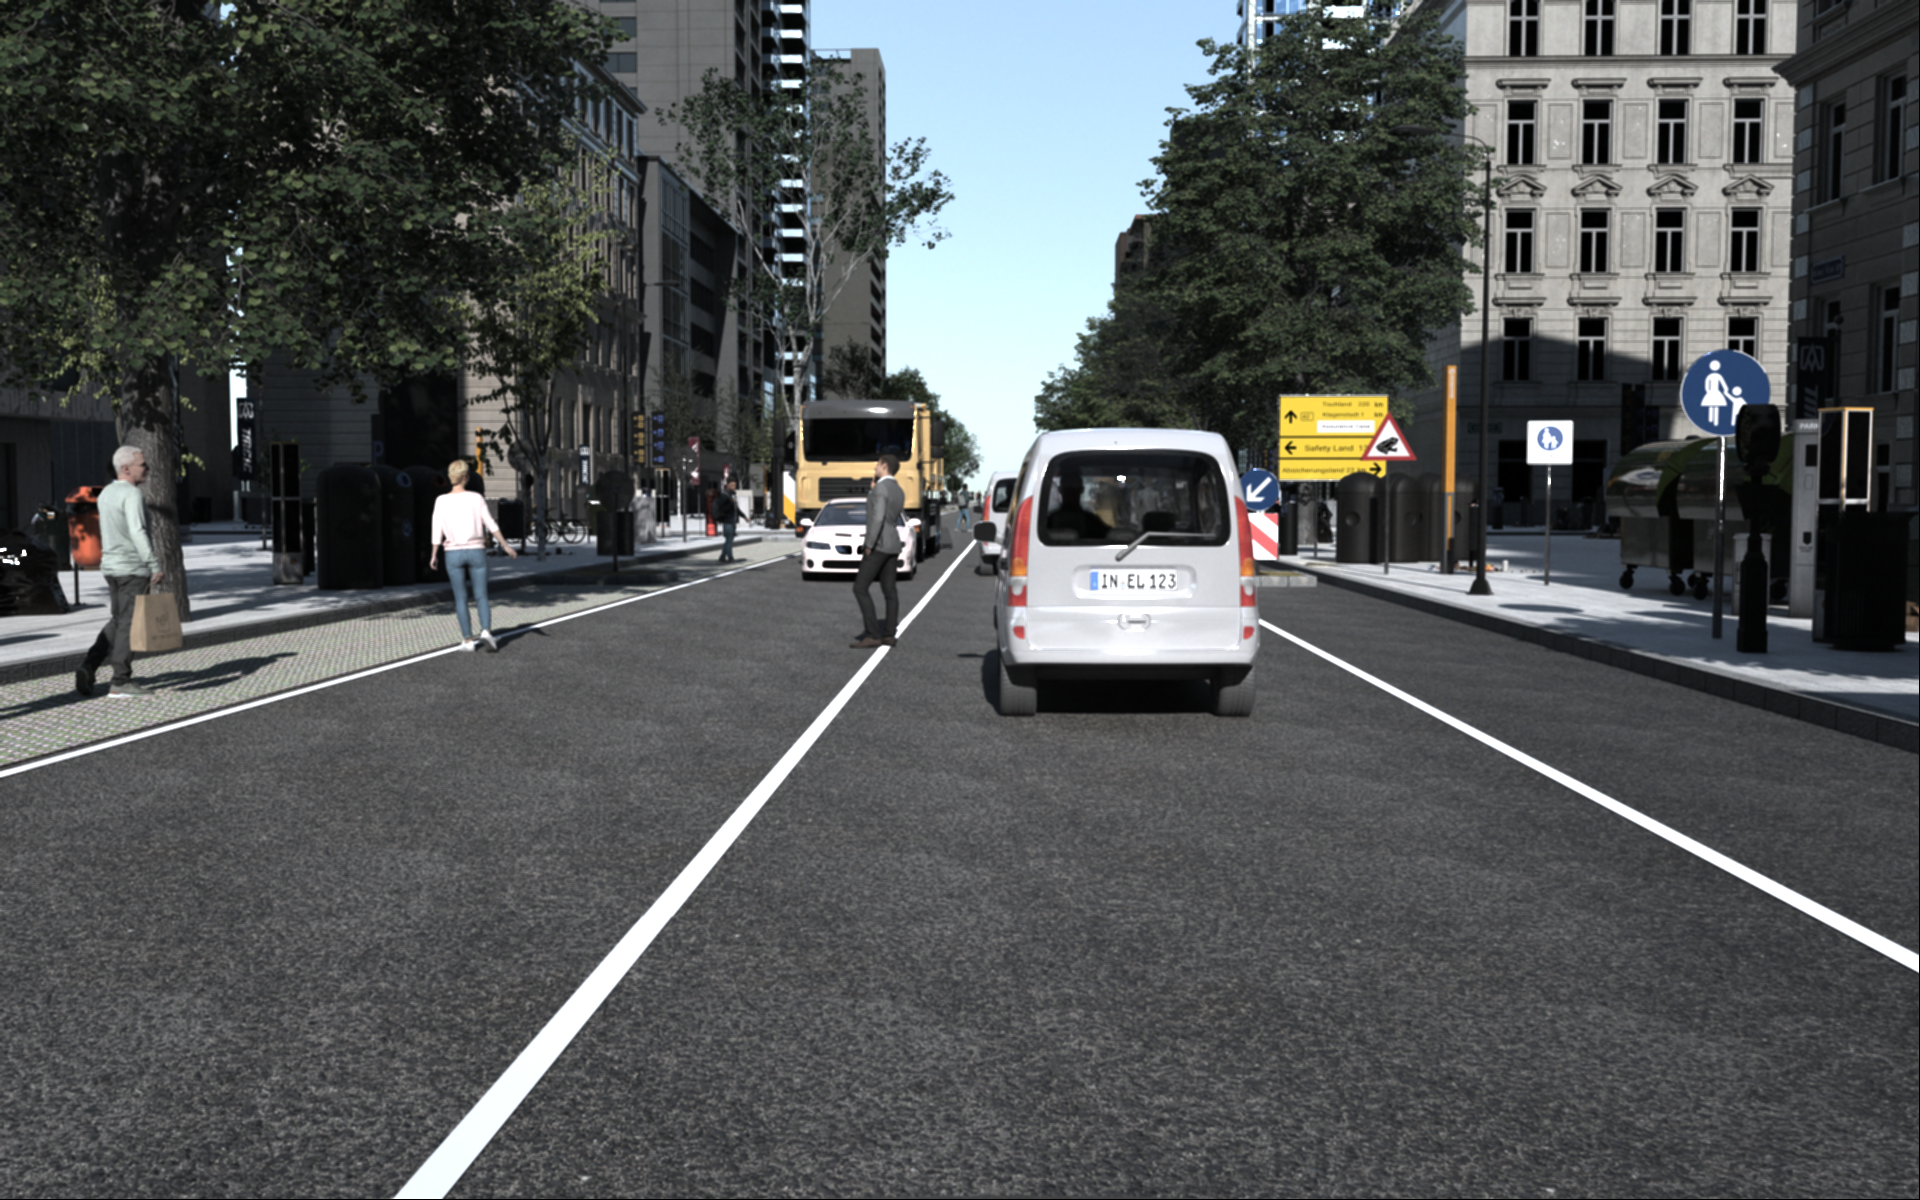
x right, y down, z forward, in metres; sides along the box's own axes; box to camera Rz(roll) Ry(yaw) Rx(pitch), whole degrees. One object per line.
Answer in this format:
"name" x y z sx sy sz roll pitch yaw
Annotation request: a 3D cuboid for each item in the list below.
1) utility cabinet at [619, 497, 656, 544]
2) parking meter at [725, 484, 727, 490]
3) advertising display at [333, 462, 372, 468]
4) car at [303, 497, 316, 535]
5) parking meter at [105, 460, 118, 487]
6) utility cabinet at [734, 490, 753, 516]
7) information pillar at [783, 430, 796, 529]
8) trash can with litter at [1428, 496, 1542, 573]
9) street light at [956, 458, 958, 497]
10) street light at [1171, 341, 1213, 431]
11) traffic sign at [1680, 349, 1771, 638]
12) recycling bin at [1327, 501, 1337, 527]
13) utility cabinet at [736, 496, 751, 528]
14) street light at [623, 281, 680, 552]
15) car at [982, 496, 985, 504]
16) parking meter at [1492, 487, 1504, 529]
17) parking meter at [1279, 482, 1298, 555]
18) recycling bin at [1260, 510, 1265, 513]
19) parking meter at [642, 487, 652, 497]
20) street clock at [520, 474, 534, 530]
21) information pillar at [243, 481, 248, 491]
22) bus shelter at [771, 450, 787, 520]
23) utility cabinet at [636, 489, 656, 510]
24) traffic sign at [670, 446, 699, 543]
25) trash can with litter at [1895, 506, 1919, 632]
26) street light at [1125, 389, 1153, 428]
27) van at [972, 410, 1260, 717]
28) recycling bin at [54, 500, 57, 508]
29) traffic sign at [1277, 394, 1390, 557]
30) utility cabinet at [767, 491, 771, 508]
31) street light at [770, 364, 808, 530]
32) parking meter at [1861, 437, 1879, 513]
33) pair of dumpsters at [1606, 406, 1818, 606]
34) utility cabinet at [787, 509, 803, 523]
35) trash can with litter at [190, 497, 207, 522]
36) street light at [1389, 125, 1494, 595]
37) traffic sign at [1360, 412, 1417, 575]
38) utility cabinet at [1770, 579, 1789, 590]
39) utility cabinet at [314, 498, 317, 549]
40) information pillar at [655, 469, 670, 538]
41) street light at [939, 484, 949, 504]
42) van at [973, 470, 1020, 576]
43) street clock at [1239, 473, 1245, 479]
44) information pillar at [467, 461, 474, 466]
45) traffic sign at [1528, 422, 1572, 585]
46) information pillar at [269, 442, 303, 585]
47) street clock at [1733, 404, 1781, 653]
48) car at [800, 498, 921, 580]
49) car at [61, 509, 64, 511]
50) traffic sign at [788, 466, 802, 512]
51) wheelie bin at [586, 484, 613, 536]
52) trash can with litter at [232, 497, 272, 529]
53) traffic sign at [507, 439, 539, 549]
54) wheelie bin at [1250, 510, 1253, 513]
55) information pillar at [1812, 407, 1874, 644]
"utility cabinet" -8.303 -2.043 44.561 1.020 1.237 0.306 2 4 30
"parking meter" -13.113 -5.661 98.270 0.255 1.863 0.399 -3 5 -40
"advertising display" -12.211 -1.832 35.162 0.974 1.923 0.123 0 4 1
"car" -19.736 -2.885 57.397 3.980 1.641 2.015 0 4 3
"parking meter" -12.631 -1.248 26.113 0.399 1.863 0.255 0 4 -3
"utility cabinet" -11.172 -4.869 88.288 1.173 1.500 0.318 -1 4 -14
"information pillar" -6.234 -4.410 63.464 0.504 3.616 0.183 2 4 26
"trash can with litter" 8.697 -1.115 29.287 1.678 1.210 2.233 0 4 -6
"street light" -1.010 -15.174 220.632 1.470 5.913 1.316 0 4 2
"street light" 7.044 -4.876 52.270 1.470 5.913 1.316 0 4 2
"traffic sign" 6.738 -0.932 15.340 0.768 2.556 0.104 0 4 6
"recycling bin" 14.752 -3.351 67.346 0.722 1.027 0.722 -2 4 -26
"utility cabinet" -8.507 -3.351 65.945 1.020 1.237 0.306 0 4 1
"street light" -6.782 -3.995 37.858 1.470 5.913 1.316 0 4 2
"car" 4.124 -14.015 241.510 2.083 1.381 4.827 0 4 1
"parking meter" 19.534 -3.332 62.888 0.372 1.533 0.369 0 3 0
"parking meter" 6.900 -1.708 36.341 0.372 1.533 0.369 0 3 0
"recycling bin" 14.270 -4.145 80.325 0.722 1.027 0.722 2 4 26
"parking meter" -11.759 -3.467 65.097 0.372 1.533 0.369 0 3 0
"street clock" -15.435 -3.498 61.758 0.358 2.002 0.471 2 4 30
"information pillar" -49.292 -7.836 119.473 0.183 3.616 0.504 0 4 6
"bus shelter" -8.351 -5.929 88.215 1.731 3.624 6.357 0 4 2
"utility cabinet" -14.764 -4.493 82.132 1.173 1.500 0.318 -1 4 -10
"traffic sign" -7.290 -2.795 45.800 0.768 2.556 0.104 1 4 9
"trash can with litter" 9.097 -0.307 16.400 0.624 1.170 1.055 3 5 42
"street light" 7.825 -6.289 75.358 1.470 5.913 1.316 0 4 2
"van" 1.091 -0.337 12.527 2.013 2.044 4.112 0 4 1
"recycling bin" -61.120 -6.336 116.151 0.722 1.027 0.722 -1 4 -11
"traffic sign" 7.605 -2.537 35.347 2.265 3.308 0.079 0 4 4
"utility cabinet" -14.400 -7.594 132.846 0.318 1.500 1.173 2 4 25
"street light" -6.129 -5.485 62.216 1.470 5.913 1.316 0 4 2
"parking meter" 7.866 -0.588 15.329 0.399 1.863 0.255 0 4 -8
"pair of dumpsters" 9.469 -1.151 21.311 1.574 2.255 4.437 0 4 2
"utility cabinet" -7.192 -4.046 77.314 1.020 1.237 0.306 -1 4 -13
"trash can with litter" -34.634 -4.100 78.430 1.055 1.170 0.624 2 4 28
"street light" 6.110 -3.023 21.974 1.470 5.913 1.316 0 4 2
"traffic sign" 6.797 -1.684 27.539 0.884 2.594 0.081 0 4 3
"utility cabinet" 11.101 -0.763 23.645 0.306 1.237 1.020 -2 4 -23
"utility cabinet" -14.561 -1.794 40.486 0.306 1.237 1.020 2 4 32
"information pillar" -8.695 -2.824 50.663 0.304 2.012 0.304 3 5 40
"street light" -1.795 -13.722 196.902 1.470 5.913 1.316 0 4 2
"van" 1.218 -1.507 31.648 2.013 2.044 4.112 0 4 2
"street clock" 9.844 -3.388 59.972 0.358 2.002 0.471 -2 4 -35
"information pillar" -10.848 -2.059 38.164 0.304 2.012 0.304 -1 4 -13
"traffic sign" 8.255 -1.356 24.304 0.606 2.300 0.079 1 4 11
"information pillar" -9.499 -1.220 24.435 0.304 2.012 0.304 3 4 39
"street clock" 6.429 -0.577 14.003 0.358 2.002 0.471 1 4 10
"car" -1.707 -1.095 30.267 2.083 1.381 4.827 0 4 0
"car" -27.824 -2.937 57.056 4.494 1.783 2.155 0 4 3
"traffic sign" -4.839 -3.001 52.714 0.795 2.450 0.064 0 4 2
"wheelie bin" -11.051 -2.779 53.341 0.980 1.594 0.693 1 4 14
"trash can with litter" -25.713 -3.244 64.097 2.233 1.210 1.678 -1 4 -11
"traffic sign" -10.158 -2.457 40.284 0.768 2.556 0.104 0 4 6
"wheelie bin" 17.680 -5.996 105.939 0.693 1.594 0.980 0 4 -7
"information pillar" 7.563 -0.634 14.852 0.304 2.012 0.304 -1 4 -18
